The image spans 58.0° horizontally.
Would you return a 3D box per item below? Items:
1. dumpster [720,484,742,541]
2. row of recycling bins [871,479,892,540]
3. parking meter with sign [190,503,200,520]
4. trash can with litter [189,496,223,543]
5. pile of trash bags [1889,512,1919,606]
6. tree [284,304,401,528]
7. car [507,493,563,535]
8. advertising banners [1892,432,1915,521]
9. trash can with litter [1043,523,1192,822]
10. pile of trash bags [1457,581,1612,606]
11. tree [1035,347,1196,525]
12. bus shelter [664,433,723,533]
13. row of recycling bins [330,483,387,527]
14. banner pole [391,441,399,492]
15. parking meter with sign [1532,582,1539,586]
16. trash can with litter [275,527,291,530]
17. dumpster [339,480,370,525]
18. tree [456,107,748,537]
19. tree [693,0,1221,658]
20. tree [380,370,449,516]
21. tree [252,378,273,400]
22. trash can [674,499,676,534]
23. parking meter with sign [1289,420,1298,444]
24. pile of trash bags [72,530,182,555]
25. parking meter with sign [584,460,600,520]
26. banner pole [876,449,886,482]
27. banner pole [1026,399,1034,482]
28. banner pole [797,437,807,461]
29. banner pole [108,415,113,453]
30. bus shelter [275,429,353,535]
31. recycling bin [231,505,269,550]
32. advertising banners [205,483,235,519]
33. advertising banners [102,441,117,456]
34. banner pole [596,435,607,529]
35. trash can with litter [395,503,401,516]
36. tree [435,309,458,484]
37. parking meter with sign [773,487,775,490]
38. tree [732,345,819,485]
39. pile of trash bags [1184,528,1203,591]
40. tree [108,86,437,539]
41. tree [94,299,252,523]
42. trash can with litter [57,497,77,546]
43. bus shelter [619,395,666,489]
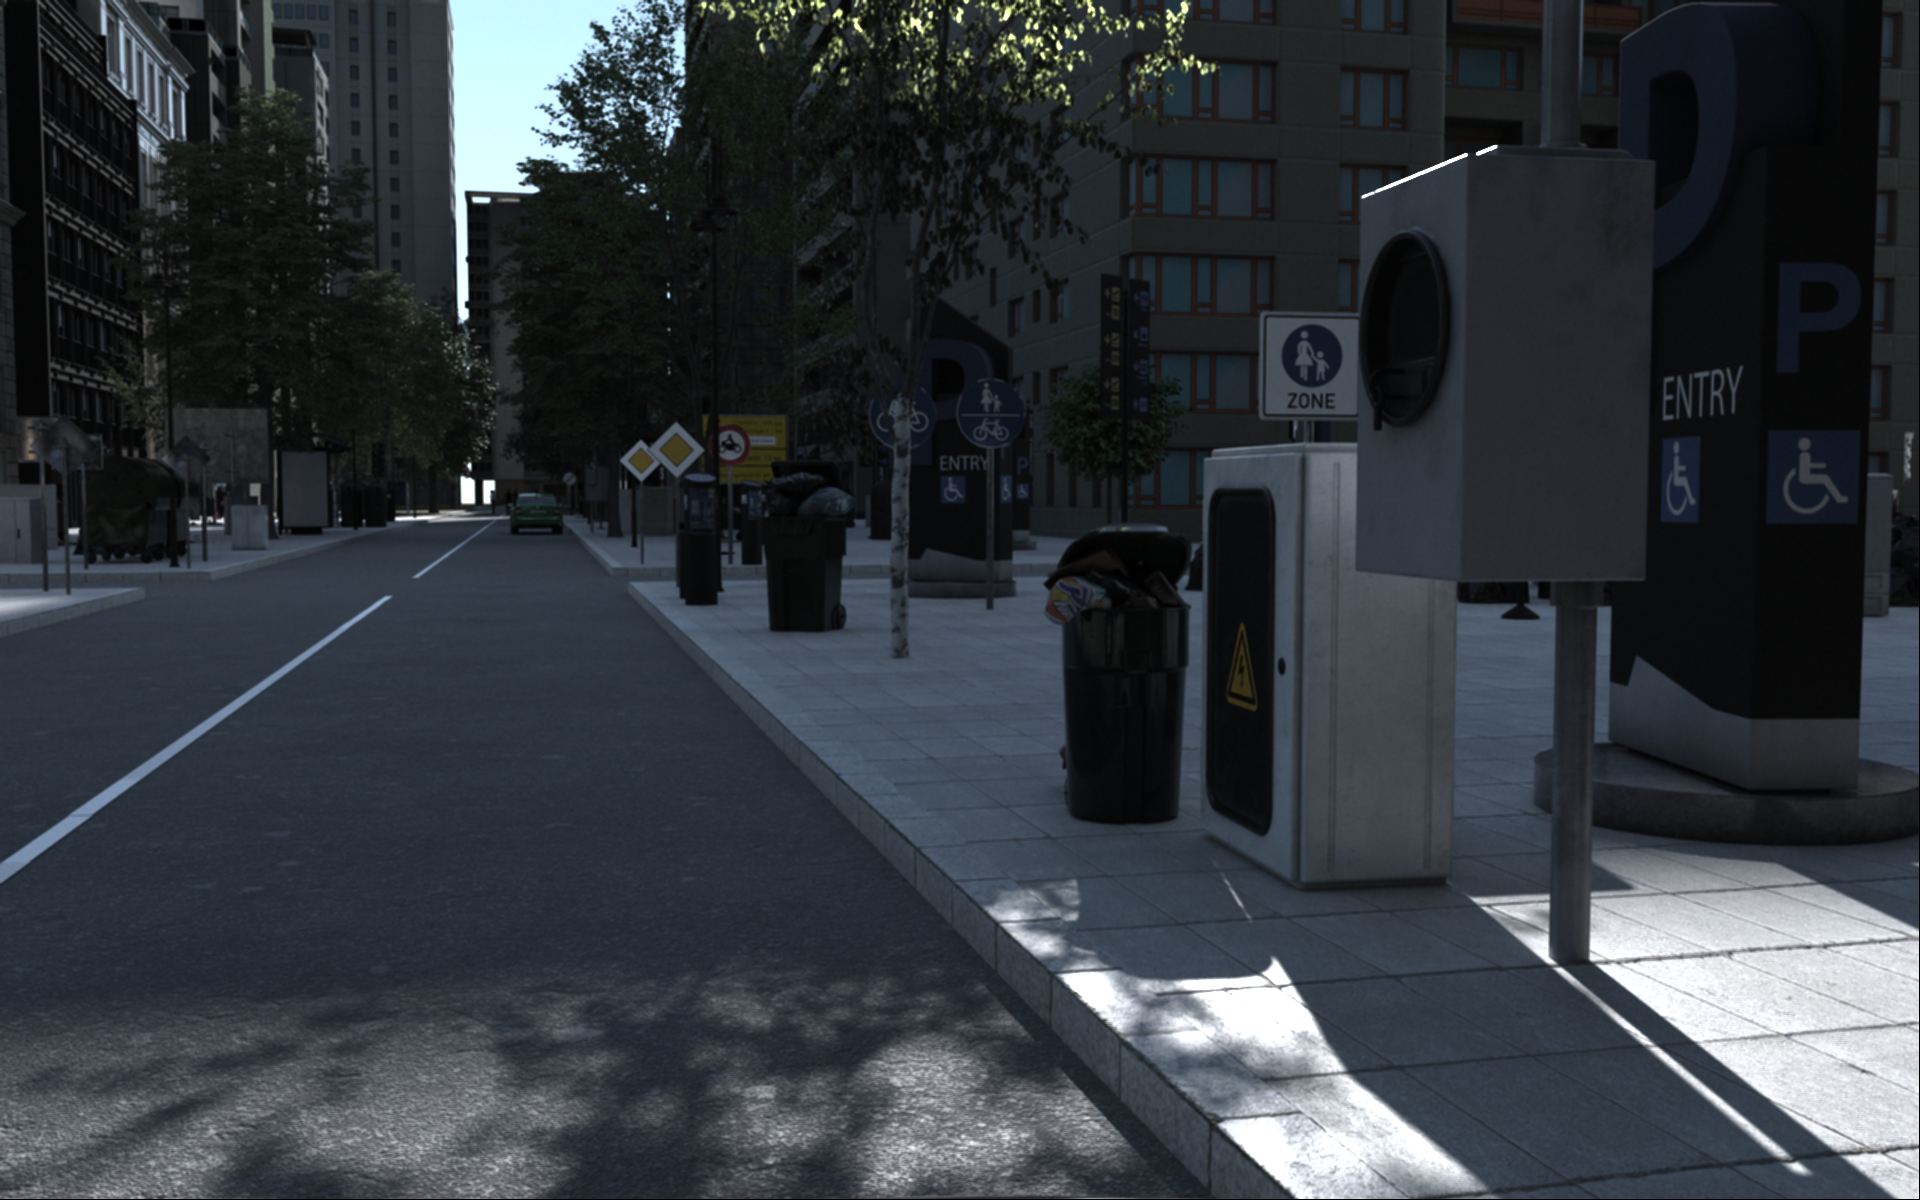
[{"bbox_3d":[-6.293,-2.703,46.682,1.502,2.255,1.985,-1,4,-14],"label":"dumpster"},{"bbox_3d":[-0.826,-2.581,49.305,3.534,1.692,1.069,-1,4,-19],"label":"row of recycling bins"},{"bbox_3d":[-37.885,-5.375,84.145,0.543,3.016,1.738,3,4,37],"label":"parking meter with sign"},{"bbox_3d":[-20.501,-2.118,45.680,1.678,1.210,2.233,-2,4,-32],"label":"trash can with litter"},{"bbox_3d":[12.138,-0.620,19.895,3.447,1.369,1.912,2,4,28],"label":"pile of trash bags"},{"bbox_3d":[-23.449,-7.014,65.036,4.737,8.622,4.395,0,3,0],"label":"tree"},{"bbox_3d":[-15.410,-3.308,62.883,1.959,1.807,4.718,-1,4,-16],"label":"car"},{"bbox_3d":[26.080,-3.193,48.390,2.074,3.025,0.090,-2,4,-34],"label":"advertising banners"},{"bbox_3d":[0.583,0.261,7.123,0.624,1.170,1.055,0,4,-6],"label":"trash can with litter"},{"bbox_3d":[7.547,-0.666,20.650,3.447,1.369,1.912,1,4,20],"label":"pile of trash bags"},{"bbox_3d":[3.287,-3.254,36.918,4.285,4.588,4.351,0,3,0],"label":"tree"},{"bbox_3d":[-9.209,-4.018,59.611,2.014,3.302,5.546,-1,4,-14],"label":"bus shelter"},{"bbox_3d":[-24.080,-3.671,67.126,3.534,1.692,1.069,-1,4,-13],"label":"row of recycling bins"},{"bbox_3d":[-26.720,-5.620,81.905,0.401,3.779,0.863,0,4,5],"label":"banner pole"},{"bbox_3d":[8.235,-1.679,23.712,0.543,3.016,1.738,0,4,4],"label":"parking meter with sign"},{"bbox_3d":[-24.393,-3.166,62.826,2.233,1.210,1.678,-3,5,-43],"label":"trash can with litter"},{"bbox_3d":[-24.419,-3.933,70.070,1.264,1.857,1.865,-1,4,-14],"label":"dumpster"},{"bbox_3d":[-10.173,-8.127,50.996,7.486,12.596,7.792,0,3,0],"label":"tree"},{"bbox_3d":[-0.310,-3.864,13.531,4.360,8.622,3.978,0,3,0],"label":"tree"},{"bbox_3d":[-32.595,-9.321,102.766,4.360,8.622,3.978,0,3,0],"label":"tree"},{"bbox_3d":[-32.963,-7.727,76.698,4.360,8.622,3.978,0,3,0],"label":"tree"},{"bbox_3d":[-9.355,-2.685,55.549,0.748,1.137,0.748,0,3,0],"label":"trash can"},{"bbox_3d":[6.520,-2.567,38.227,1.738,3.016,0.543,1,4,22],"label":"parking meter with sign"},{"bbox_3d":[-18.038,-1.741,38.219,1.912,1.369,3.447,0,4,-4],"label":"pile of trash bags"},{"bbox_3d":[-18.382,-5.534,86.746,0.543,3.016,1.738,0,4,-1],"label":"parking meter with sign"},{"bbox_3d":[-4.020,-5.835,85.421,0.863,3.779,0.401,1,4,12],"label":"banner pole"},{"bbox_3d":[1.824,-3.381,45.291,0.401,3.779,0.863,-1,4,-10],"label":"banner pole"},{"bbox_3d":[-6.927,-5.271,76.204,0.401,3.779,0.863,-3,5,-44],"label":"banner pole"},{"bbox_3d":[-26.650,-3.941,54.450,0.401,3.779,0.863,-2,4,-30],"label":"banner pole"},{"bbox_3d":[-21.273,-3.854,56.938,2.014,3.302,5.546,-1,4,-14],"label":"bus shelter"},{"bbox_3d":[-16.330,-1.669,39.837,0.722,1.027,0.722,-1,4,-16],"label":"recycling bin"},{"bbox_3d":[-38.324,-5.694,89.282,2.074,3.025,0.090,1,4,12],"label":"advertising banners"},{"bbox_3d":[-27.768,-3.781,58.014,0.090,3.025,2.074,2,4,26],"label":"advertising banners"},{"bbox_3d":[-13.152,-4.455,62.856,0.401,3.779,0.863,1,4,13],"label":"banner pole"},{"bbox_3d":[-33.099,-5.437,99.945,2.233,1.210,1.678,1,4,15],"label":"trash can with litter"},{"bbox_3d":[-28.673,-10.339,87.170,7.486,12.596,7.792,0,3,0],"label":"tree"},{"bbox_3d":[-11.117,-6.686,105.571,1.738,3.016,0.543,-2,4,-26],"label":"parking meter with sign"},{"bbox_3d":[-9.024,-8.225,84.845,4.737,8.622,4.395,0,3,0],"label":"tree"},{"bbox_3d":[4.352,-0.887,24.256,1.912,1.369,3.447,1,4,21],"label":"pile of trash bags"},{"bbox_3d":[-19.484,-7.968,48.407,7.486,12.596,7.792,0,3,0],"label":"tree"},{"bbox_3d":[-28.082,-6.805,61.627,4.360,8.622,3.978,0,3,0],"label":"tree"},{"bbox_3d":[-22.587,-1.923,42.505,1.678,1.210,2.233,1,4,16],"label":"trash can with litter"},{"bbox_3d":[-12.376,-5.509,67.704,2.179,5.291,8.768,-1,4,-14],"label":"bus shelter"}]
